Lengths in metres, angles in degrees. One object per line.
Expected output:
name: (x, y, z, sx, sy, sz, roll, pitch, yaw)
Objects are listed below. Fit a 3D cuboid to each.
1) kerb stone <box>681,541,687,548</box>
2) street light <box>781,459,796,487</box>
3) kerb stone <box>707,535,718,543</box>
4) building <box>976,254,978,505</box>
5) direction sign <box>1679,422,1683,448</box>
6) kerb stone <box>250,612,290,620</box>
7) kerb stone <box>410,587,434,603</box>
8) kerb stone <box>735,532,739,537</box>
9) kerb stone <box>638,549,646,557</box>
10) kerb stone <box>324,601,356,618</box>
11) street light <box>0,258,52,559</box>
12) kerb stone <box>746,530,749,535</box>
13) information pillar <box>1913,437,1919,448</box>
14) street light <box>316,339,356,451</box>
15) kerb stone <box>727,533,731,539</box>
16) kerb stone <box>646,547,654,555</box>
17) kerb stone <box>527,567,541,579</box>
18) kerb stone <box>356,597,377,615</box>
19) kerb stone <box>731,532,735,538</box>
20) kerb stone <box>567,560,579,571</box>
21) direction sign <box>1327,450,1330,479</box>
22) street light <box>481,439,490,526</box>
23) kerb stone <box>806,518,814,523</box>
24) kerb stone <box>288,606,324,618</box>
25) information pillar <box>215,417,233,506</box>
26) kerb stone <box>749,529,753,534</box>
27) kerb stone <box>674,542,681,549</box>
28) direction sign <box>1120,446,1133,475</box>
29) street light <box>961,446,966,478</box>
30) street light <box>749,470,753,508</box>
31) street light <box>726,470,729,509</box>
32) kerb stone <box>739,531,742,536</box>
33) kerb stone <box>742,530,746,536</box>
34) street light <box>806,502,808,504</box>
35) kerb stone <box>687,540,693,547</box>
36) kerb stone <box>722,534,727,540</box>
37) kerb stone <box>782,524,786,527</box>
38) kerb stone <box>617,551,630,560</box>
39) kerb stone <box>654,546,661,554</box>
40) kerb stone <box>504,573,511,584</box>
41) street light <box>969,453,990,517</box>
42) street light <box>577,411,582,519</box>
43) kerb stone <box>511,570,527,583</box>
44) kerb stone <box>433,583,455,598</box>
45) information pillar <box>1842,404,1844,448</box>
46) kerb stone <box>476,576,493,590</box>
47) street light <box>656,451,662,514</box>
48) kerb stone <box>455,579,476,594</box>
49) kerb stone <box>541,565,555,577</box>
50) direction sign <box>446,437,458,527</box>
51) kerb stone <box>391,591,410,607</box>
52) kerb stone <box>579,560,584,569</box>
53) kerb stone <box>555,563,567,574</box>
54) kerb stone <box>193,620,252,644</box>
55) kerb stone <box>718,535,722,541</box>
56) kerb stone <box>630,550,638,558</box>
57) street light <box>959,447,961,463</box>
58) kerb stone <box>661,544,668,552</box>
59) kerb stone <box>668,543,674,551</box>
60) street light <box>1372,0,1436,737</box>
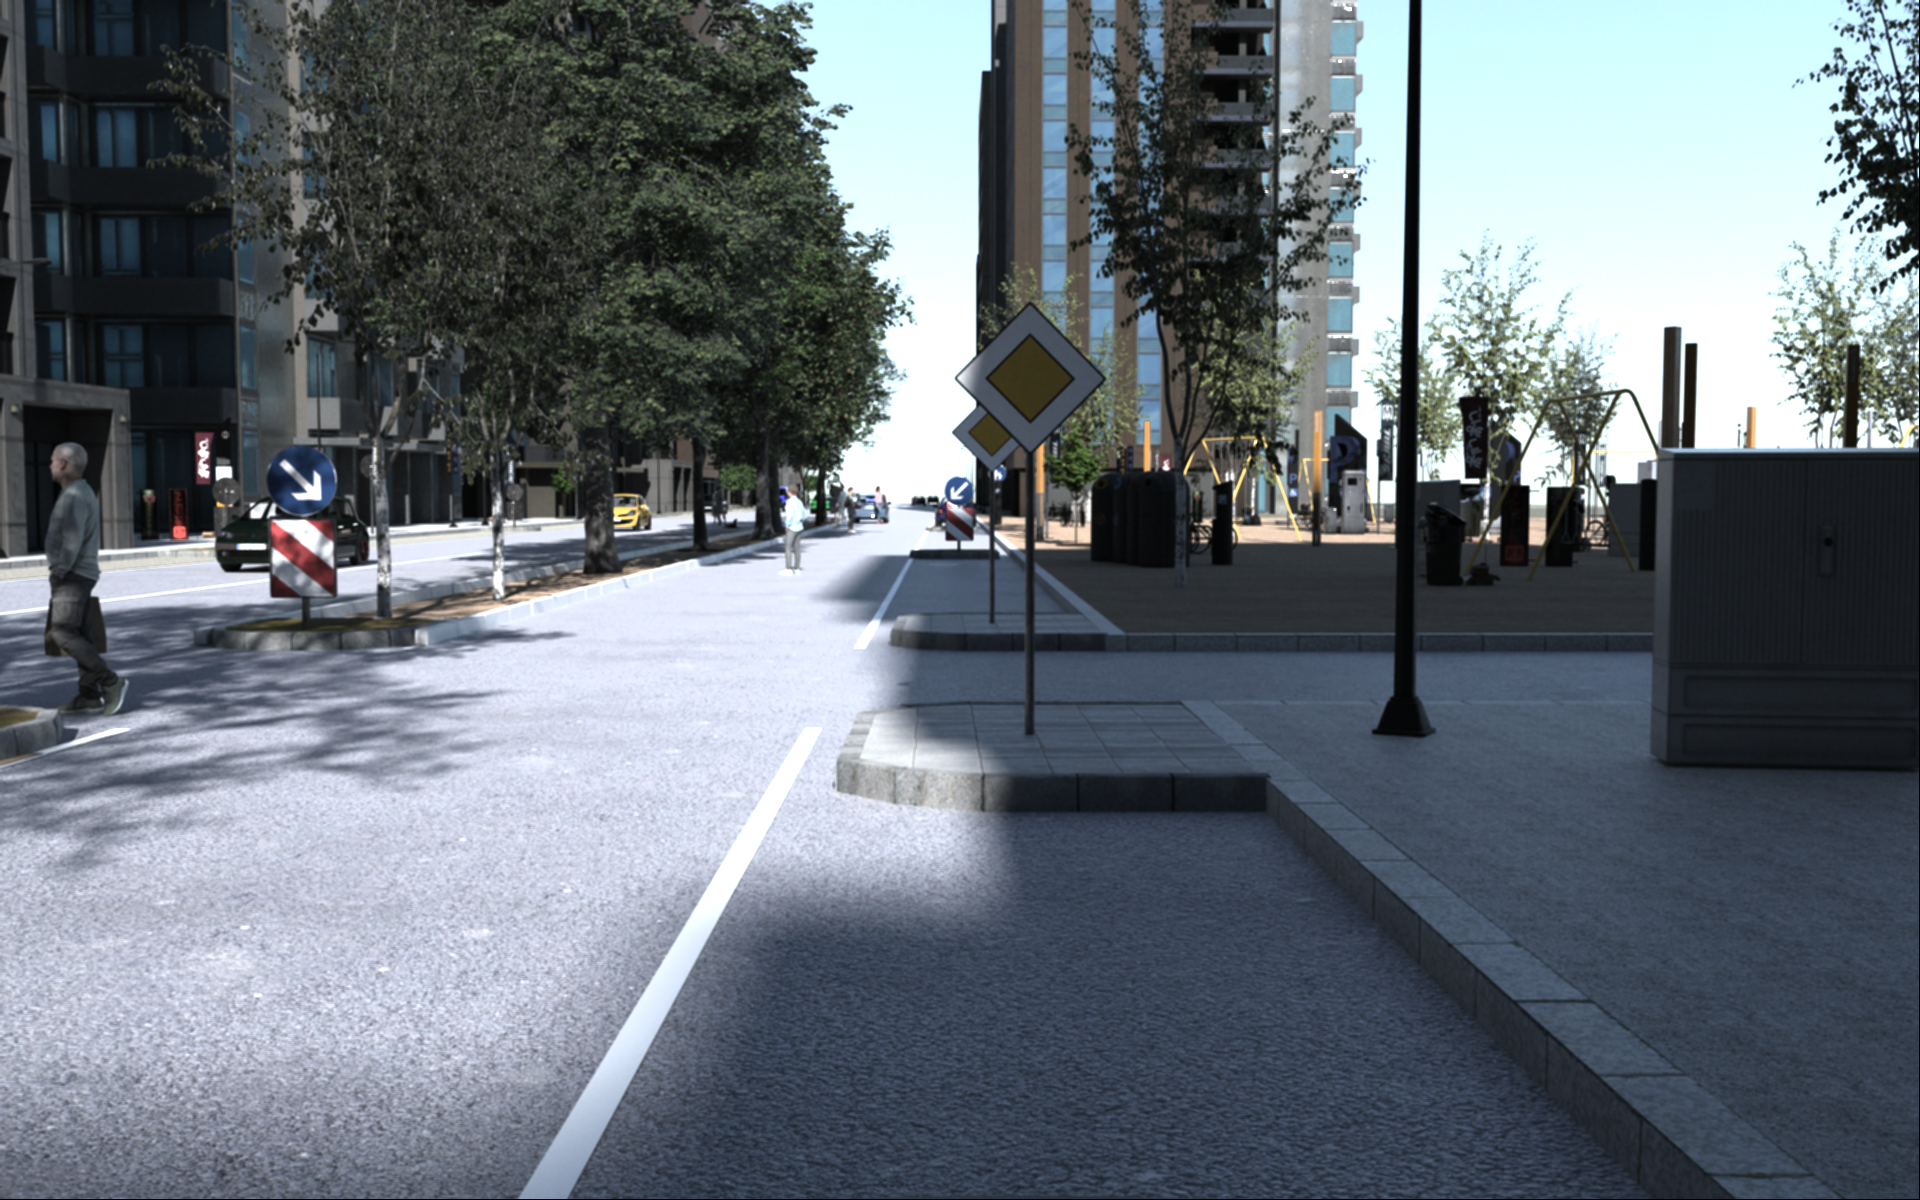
kerb stone: (-7.390, -1.430, 45.596, 0.120, 0.150, 1.000, 0, 4, 0)
street light: (-19.618, -13.650, 195.719, 1.470, 5.913, 1.316, 0, 4, 0)
kerb stone: (-7.438, -1.807, 51.736, 0.120, 0.150, 1.000, 0, 4, 0)
building: (8.902, -26.767, 209.342, 14.160, 30.474, 14.107, 0, 4, 0)
direction sign: (22.715, -3.842, 54.806, 0.379, 3.537, 0.876, -3, 4, -38)
kerb stone: (-7.210, 0.264, 17.921, 0.120, 0.150, 1.000, 0, 4, 0)
kerb stone: (-7.244, -0.050, 23.031, 0.120, 0.150, 1.000, 0, 4, 0)
kerb stone: (-7.474, -2.121, 56.866, 0.120, 0.150, 1.000, 0, 4, 0)
kerb stone: (-7.354, -1.050, 39.437, 0.120, 0.150, 1.000, 0, 4, 0)
kerb stone: (-7.220, 0.137, 19.965, 0.120, 0.150, 1.000, 0, 4, 0)
street light: (-18.587, -3.775, 34.268, 1.470, 5.913, 1.316, 0, 4, 0)
kerb stone: (-7.494, -2.309, 59.952, 0.120, 0.150, 1.000, 0, 4, 0)
information pillar: (35.830, -4.487, 64.716, 0.504, 3.616, 0.183, 0, 4, -5)
street light: (-18.665, -4.854, 51.908, 1.470, 5.913, 1.316, 0, 4, 0)
kerb stone: (-7.459, -1.996, 54.822, 0.120, 0.150, 1.000, 0, 4, 0)
kerb stone: (-7.364, -1.109, 40.465, 0.120, 0.150, 1.000, 0, 4, 0)
kerb stone: (-7.283, -0.426, 29.199, 0.120, 0.150, 1.000, 0, 4, 0)
kerb stone: (-7.234, 0.077, 20.988, 0.120, 0.150, 1.000, 0, 4, 0)
kerb stone: (-7.460, -2.058, 55.844, 0.120, 0.150, 1.000, 0, 4, 0)
kerb stone: (-7.313, -0.616, 32.264, 0.120, 0.150, 1.000, 0, 4, 0)
direction sign: (19.148, -5.972, 89.632, 0.379, 3.537, 0.876, 0, 4, -5)
street light: (-18.820, -5.989, 70.455, 1.470, 5.913, 1.316, 0, 4, 0)
kerb stone: (-7.679, -4.065, 88.657, 0.120, 0.150, 1.000, 0, 4, 0)
kerb stone: (-7.228, 0.199, 18.943, 0.120, 0.150, 1.000, 0, 4, 0)
information pillar: (-22.238, -3.733, 52.386, 0.504, 3.616, 0.183, 0, 4, 4)
kerb stone: (-7.501, -2.372, 60.974, 0.120, 0.150, 1.000, 0, 4, 0)
kerb stone: (-7.394, -1.368, 44.569, 0.120, 0.150, 1.000, 0, 4, 0)
direction sign: (7.864, -5.501, 81.941, 0.379, 3.537, 0.876, -3, 4, -38)
street light: (1.023, -9.818, 133.070, 1.470, 5.913, 1.316, 0, 4, 0)
street light: (-19.352, -11.771, 164.990, 1.470, 5.913, 1.316, 0, 4, 0)
street light: (-19.294, -10.691, 147.345, 1.470, 5.913, 1.316, 0, 4, 0)
kerb stone: (-7.480, -2.183, 57.888, 0.120, 0.150, 1.000, 0, 4, 0)
kerb stone: (-7.485, -2.243, 58.924, 0.120, 0.150, 1.000, 0, 4, 0)
street light: (-19.700, -14.725, 213.292, 1.470, 5.913, 1.316, 0, 4, 0)
kerb stone: (-7.401, -1.494, 46.618, 0.120, 0.150, 1.000, 0, 4, 0)
kerb stone: (-7.449, -1.932, 53.791, 0.120, 0.150, 1.000, 0, 4, 0)
kerb stone: (-7.597, -3.248, 75.336, 0.120, 0.150, 1.000, 0, 4, 0)
kerb stone: (-7.338, -0.929, 37.385, 0.120, 0.150, 1.000, 0, 4, 0)
kerb stone: (-7.368, -1.179, 41.492, 0.120, 0.150, 1.000, 0, 4, 0)
kerb stone: (-7.268, -0.303, 27.148, 0.120, 0.150, 1.000, 0, 4, 0)
street light: (1.299, -7.651, 97.637, 1.470, 5.913, 1.316, 0, 4, 0)
street light: (-18.814, -7.053, 87.851, 1.470, 5.913, 1.316, 0, 4, 0)
kerb stone: (-7.276, -0.366, 28.177, 0.120, 0.150, 1.000, 0, 4, 0)
kerb stone: (-7.252, -0.114, 24.053, 0.120, 0.150, 1.000, 0, 4, 0)
information pillar: (22.536, -3.219, 43.988, 0.183, 3.616, 0.504, 0, 4, 0)
kerb stone: (-7.261, -0.238, 26.120, 0.120, 0.150, 1.000, 0, 4, 0)
street light: (-19.001, -8.546, 112.263, 1.470, 5.913, 1.316, 0, 4, 0)
kerb stone: (-7.253, -0.177, 25.088, 0.120, 0.150, 1.000, 0, 4, 0)
kerb stone: (-7.284, -0.491, 30.221, 0.120, 0.150, 1.000, 0, 4, 0)
direction sign: (-19.666, -4.594, 67.115, 0.379, 3.537, 0.876, -3, 5, -44)
kerb stone: (-7.240, 0.014, 22.009, 0.120, 0.150, 1.000, 0, 4, 0)
kerb stone: (-7.316, -0.678, 33.286, 0.120, 0.150, 1.000, 0, 4, 0)
kerb stone: (-7.301, -0.548, 31.243, 0.120, 0.150, 1.000, 0, 4, 0)
kerb stone: (-7.200, 0.324, 16.899, 0.120, 0.150, 1.000, 0, 4, 0)
kerb stone: (-7.441, -1.870, 52.769, 0.120, 0.150, 1.000, 0, 4, 0)
kerb stone: (-7.353, -0.990, 38.414, 0.120, 0.150, 1.000, 0, 4, 0)
street light: (0.862, -10.882, 150.465, 1.470, 5.913, 1.316, 0, 4, 0)
kerb stone: (-7.371, -1.243, 42.521, 0.120, 0.150, 1.000, 0, 4, 0)
kerb stone: (-7.386, -1.306, 43.543, 0.120, 0.150, 1.000, 0, 4, 0)
street light: (1.846, -2.238, 9.135, 1.470, 5.913, 1.316, 0, 4, 0)
